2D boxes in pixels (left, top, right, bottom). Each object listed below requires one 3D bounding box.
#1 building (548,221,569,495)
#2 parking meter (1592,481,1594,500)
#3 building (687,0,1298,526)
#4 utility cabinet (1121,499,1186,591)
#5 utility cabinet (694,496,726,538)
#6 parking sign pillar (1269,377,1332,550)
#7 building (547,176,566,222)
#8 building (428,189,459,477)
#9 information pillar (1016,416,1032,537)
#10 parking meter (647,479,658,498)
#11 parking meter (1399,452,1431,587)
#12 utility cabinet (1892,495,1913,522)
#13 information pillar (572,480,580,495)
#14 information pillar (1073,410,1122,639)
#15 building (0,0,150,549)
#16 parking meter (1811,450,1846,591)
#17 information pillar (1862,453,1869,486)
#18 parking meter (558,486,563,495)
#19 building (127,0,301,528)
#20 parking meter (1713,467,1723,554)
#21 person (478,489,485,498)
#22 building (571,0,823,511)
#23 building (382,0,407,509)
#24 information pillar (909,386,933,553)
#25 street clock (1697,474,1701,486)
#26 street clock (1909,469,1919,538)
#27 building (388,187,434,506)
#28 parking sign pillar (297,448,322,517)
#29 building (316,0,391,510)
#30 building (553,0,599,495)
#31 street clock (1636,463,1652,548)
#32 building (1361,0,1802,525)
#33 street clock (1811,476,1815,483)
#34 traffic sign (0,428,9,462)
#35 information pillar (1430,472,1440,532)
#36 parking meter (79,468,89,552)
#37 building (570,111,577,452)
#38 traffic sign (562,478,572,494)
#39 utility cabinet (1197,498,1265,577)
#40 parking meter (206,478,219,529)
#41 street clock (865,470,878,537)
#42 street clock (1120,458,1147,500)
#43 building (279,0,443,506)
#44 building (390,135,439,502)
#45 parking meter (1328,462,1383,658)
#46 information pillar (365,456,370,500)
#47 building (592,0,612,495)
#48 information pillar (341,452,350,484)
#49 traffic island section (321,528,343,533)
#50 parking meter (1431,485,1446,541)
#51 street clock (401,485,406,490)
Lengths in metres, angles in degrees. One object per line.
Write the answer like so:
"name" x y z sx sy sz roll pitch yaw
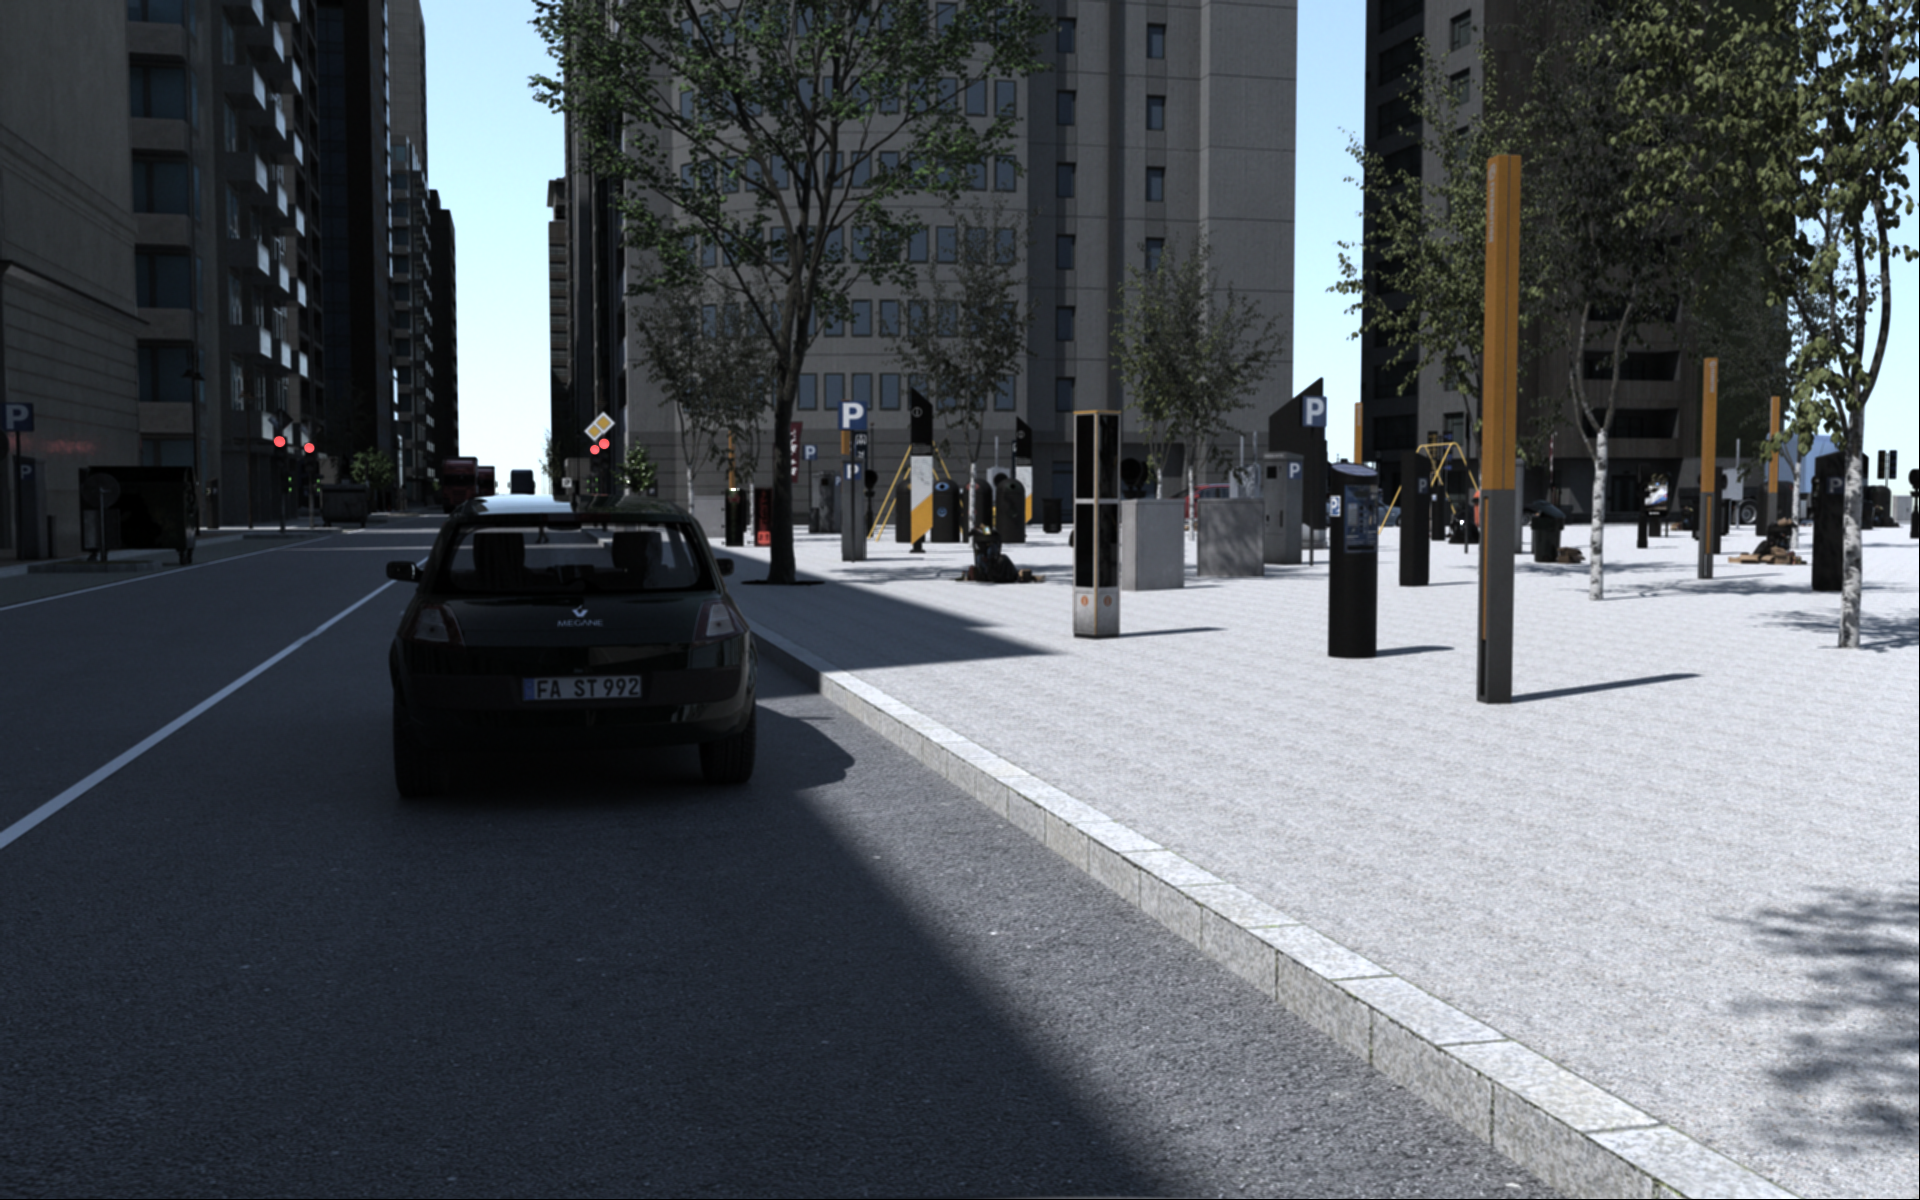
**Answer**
"building" -54.883 -35.396 262.313 14.154 41.232 14.086 -1 4 -14
"parking meter" 24.585 -3.732 66.722 0.399 1.863 0.255 0 4 -5
"building" -1.710 -32.924 80.308 28.212 58.520 21.231 -1 4 -14
"utility cabinet" 2.591 -0.741 23.273 1.020 1.237 0.306 -3 5 -44
"utility cabinet" -7.377 -2.416 50.661 1.020 1.237 0.306 -1 4 -16
"parking sign pillar" 7.898 -3.183 40.517 1.447 3.967 1.447 2 4 35
"building" -52.558 -42.506 284.206 28.713 52.752 27.495 -1 4 -14
"building" -91.378 -39.853 275.295 21.300 48.544 21.600 -1 4 -14
"information pillar" 1.907 -3.696 51.792 0.504 3.616 0.183 1 4 12
"parking meter" -11.918 -3.753 67.079 0.399 1.863 0.255 0 4 0
"parking meter" 6.350 -1.128 24.147 0.399 1.863 0.255 -3 4 -37
"utility cabinet" 44.126 -4.277 81.088 1.020 1.237 0.306 -2 4 -24
"information pillar" -20.049 -5.257 90.442 0.304 2.012 0.304 -3 5 -42
"information pillar" 1.218 -0.668 15.412 0.304 2.012 0.304 -3 4 -39
"building" -37.765 -12.852 43.407 30.059 22.955 16.112 -1 4 -14
"parking meter" 11.494 -1.051 22.895 0.399 1.863 0.255 0 4 6
"information pillar" 47.416 -6.094 90.990 0.504 3.616 0.183 1 4 18
"parking meter" -30.689 -7.807 133.356 0.399 1.863 0.255 0 4 -4
"building" -41.338 -27.841 74.801 23.786 49.044 30.456 -1 4 -14
"parking meter" 16.080 -1.911 36.949 0.255 1.863 0.399 1 4 13
"person" -34.077 -7.015 123.363 0.590 1.801 0.661 -1 4 -18
"building" -26.374 -38.180 166.245 21.231 58.520 28.212 -1 4 -14
"building" -63.519 -51.862 160.617 22.319 86.520 31.000 -1 4 -14
"information pillar" -0.843 -2.831 37.639 0.504 3.616 0.183 0 4 4
"street clock" 24.731 -3.236 57.484 0.471 2.002 0.358 0 4 8
"street clock" 27.672 -2.786 50.118 0.358 2.002 0.471 0 4 -2
"building" -74.541 -30.317 187.565 32.217 40.220 23.993 -1 4 -14
"parking sign pillar" -37.018 -6.722 98.379 1.447 3.967 1.447 1 4 21
"building" -54.370 -30.010 140.777 14.600 45.320 14.200 -1 4 -14
"building" -47.388 -49.368 245.423 20.563 71.187 20.611 -1 4 -14
"street clock" 16.159 -2.226 40.960 0.358 2.002 0.471 0 4 5
"building" 28.357 -18.927 81.155 14.107 30.474 14.160 -1 4 -14
"street clock" 32.515 -3.734 65.622 0.471 2.002 0.358 -1 4 -9
"traffic sign" -17.493 -1.899 31.148 0.768 2.556 0.104 -1 4 -8
"information pillar" 15.912 -3.282 58.153 0.304 2.012 0.304 0 4 5
"parking meter" -19.417 -2.015 38.652 0.399 1.863 0.255 2 4 27
"building" -34.447 -32.813 186.598 14.600 45.320 14.200 -1 4 -14
"traffic sign" -25.147 -6.651 110.869 0.606 2.300 0.079 -1 4 -11
"utility cabinet" 4.216 -0.969 27.000 1.020 1.237 0.306 0 4 4
"parking meter" -27.268 -3.513 63.150 0.255 1.863 0.399 1 4 19
"street clock" -2.687 -2.870 51.498 0.471 2.002 0.358 0 4 3
"street clock" 3.424 -1.846 34.754 0.471 2.002 0.358 1 4 17
"building" -86.428 -49.900 254.113 20.563 71.187 20.611 -1 4 -14
"building" -82.060 -37.309 229.607 23.786 49.044 30.456 -1 4 -14
"parking meter" 3.100 -0.320 13.647 0.372 1.533 0.369 0 3 0
"information pillar" -36.863 -7.117 107.712 0.183 3.616 0.504 -3 5 -40
"building" -13.692 -20.001 98.715 14.160 30.474 14.107 -1 4 -14
"information pillar" -34.387 -6.457 96.923 0.183 3.616 0.504 2 4 32
"traffic island section" -24.054 -2.567 64.244 2.009 0.180 2.903 -1 4 -14
"parking meter" 13.204 -2.408 47.784 0.372 1.533 0.369 0 3 0
"street clock" -43.846 -8.071 136.524 0.358 2.002 0.471 -2 4 -31
